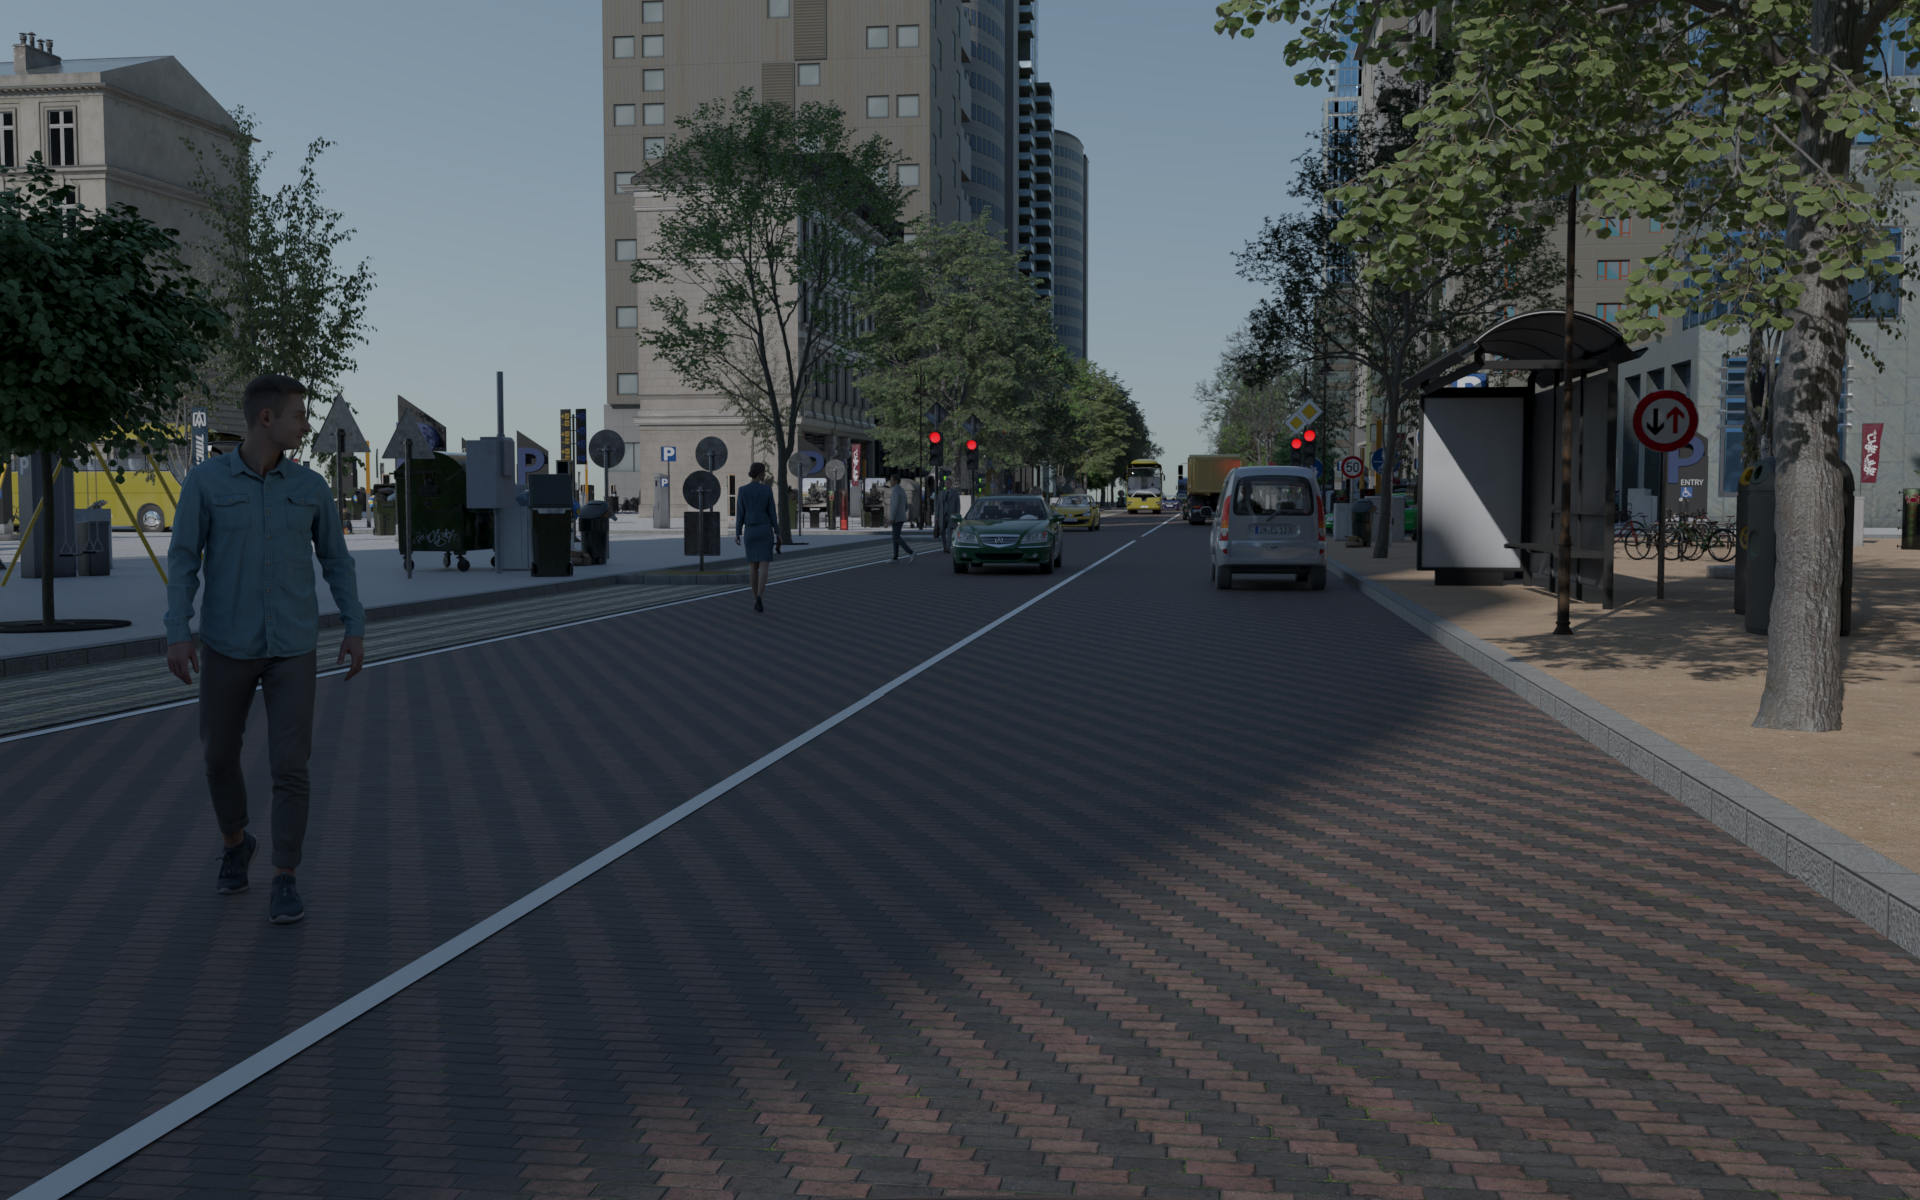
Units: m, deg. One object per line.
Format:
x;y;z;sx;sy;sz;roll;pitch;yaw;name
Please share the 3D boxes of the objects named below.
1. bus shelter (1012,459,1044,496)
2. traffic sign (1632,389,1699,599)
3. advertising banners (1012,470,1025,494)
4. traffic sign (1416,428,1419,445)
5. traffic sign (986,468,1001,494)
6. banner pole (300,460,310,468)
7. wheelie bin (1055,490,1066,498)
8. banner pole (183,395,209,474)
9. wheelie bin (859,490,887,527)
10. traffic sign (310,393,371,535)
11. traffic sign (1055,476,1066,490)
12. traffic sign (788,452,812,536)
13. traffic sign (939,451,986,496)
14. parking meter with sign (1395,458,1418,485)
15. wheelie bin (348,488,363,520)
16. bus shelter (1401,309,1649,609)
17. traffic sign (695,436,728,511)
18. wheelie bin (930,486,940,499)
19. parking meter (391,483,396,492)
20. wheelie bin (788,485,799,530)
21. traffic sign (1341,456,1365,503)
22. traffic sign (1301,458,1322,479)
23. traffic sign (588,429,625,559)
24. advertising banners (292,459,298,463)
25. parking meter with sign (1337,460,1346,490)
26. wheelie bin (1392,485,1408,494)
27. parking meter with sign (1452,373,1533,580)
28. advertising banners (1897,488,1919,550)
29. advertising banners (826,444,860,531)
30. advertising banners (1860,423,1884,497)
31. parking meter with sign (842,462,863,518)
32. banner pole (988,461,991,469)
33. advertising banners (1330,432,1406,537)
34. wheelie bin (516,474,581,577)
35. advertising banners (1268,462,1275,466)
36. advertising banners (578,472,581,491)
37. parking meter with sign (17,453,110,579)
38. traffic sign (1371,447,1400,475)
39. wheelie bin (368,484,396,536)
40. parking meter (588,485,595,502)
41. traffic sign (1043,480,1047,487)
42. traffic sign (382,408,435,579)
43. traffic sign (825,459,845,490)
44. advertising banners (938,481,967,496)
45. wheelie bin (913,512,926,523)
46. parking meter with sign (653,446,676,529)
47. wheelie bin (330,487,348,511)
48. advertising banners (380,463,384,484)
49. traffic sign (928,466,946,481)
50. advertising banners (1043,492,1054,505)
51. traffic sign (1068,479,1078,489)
3.703;-7.719;103.829;2.179;5.291;8.768;1;4;8;bus shelter
8.578;-1.286;21.137;0.768;2.556;0.104;1;4;12;traffic sign
3.498;-6.271;98.725;2.074;3.025;0.090;-2;4;-24;advertising banners
7.577;-1.665;27.321;0.768;2.556;0.104;1;4;11;traffic sign
1.573;-5.093;83.369;0.768;2.556;0.104;1;4;9;traffic sign
-43.608;-7.655;115.175;0.863;3.779;0.401;0;4;-8;banner pole
6.970;-6.833;119.626;0.693;1.594;0.980;-1;4;-17;wheelie bin
-19.391;-3.296;43.914;0.863;3.779;0.401;1;4;13;banner pole
-3.361;-3.733;68.937;0.980;1.594;0.693;-3;5;-40;wheelie bin
-7.962;-1.360;22.246;0.884;2.594;0.081;1;4;16;traffic sign
7.105;-7.484;122.463;0.768;2.556;0.104;1;4;10;traffic sign
-4.862;-3.207;52.539;0.768;2.556;0.104;1;4;16;traffic sign
0.116;-5.366;81.615;2.265;3.308;0.079;1;4;13;traffic sign
21.726;-5.430;85.049;0.543;3.016;1.738;-3;5;-44;parking meter with sign
-29.734;-4.716;85.017;0.980;1.594;0.693;3;5;42;wheelie bin
6.845;-1.698;21.689;2.014;3.302;5.546;0;4;8;bus shelter
-5.484;-2.328;38.176;0.768;2.556;0.104;1;4;14;traffic sign
-0.745;-3.863;71.060;0.980;1.594;0.693;0;4;-7;wheelie bin
-29.472;-5.150;89.906;0.255;1.863;0.399;1;4;9;parking meter
-6.145;-3.354;62.752;0.693;1.594;0.980;0;4;1;wheelie bin
13.009;-3.506;57.430;0.768;2.556;0.104;1;4;14;traffic sign
12.402;-3.727;61.038;0.768;2.556;0.104;1;4;9;traffic sign
-6.965;-2.081;34.126;0.768;2.556;0.104;1;4;11;traffic sign
-33.172;-5.429;84.954;2.074;3.025;0.090;2;4;27;advertising banners
19.829;-5.662;88.839;0.543;3.016;1.738;0;4;-4;parking meter with sign
14.932;-3.091;58.451;0.980;1.594;0.693;1;4;20;wheelie bin
7.984;-1.807;25.808;0.543;3.016;1.738;3;5;44;parking meter with sign
22.334;-2.628;39.152;0.090;3.025;2.074;-3;5;-39;advertising banners
-4.107;-3.968;61.069;0.090;3.025;2.074;-3;4;-38;advertising banners
22.006;-2.883;43.327;0.090;3.025;2.074;-3;4;-36;advertising banners
-5.556;-5.969;93.849;1.738;3.016;0.543;-2;4;-23;parking meter with sign
2.214;-8.504;129.058;0.401;3.779;0.863;1;4;21;banner pole
11.592;-3.245;49.247;2.074;3.025;0.090;1;4;10;advertising banners
-6.421;-1.168;27.008;0.980;1.594;0.693;-1;4;-18;wheelie bin
17.750;-6.024;94.674;2.074;3.025;0.090;-1;4;-18;advertising banners
-29.821;-8.454;134.414;0.090;3.025;2.074;1;4;10;advertising banners
-13.981;-1.852;26.538;0.543;3.016;1.738;2;4;31;parking meter with sign
11.473;-2.851;46.716;0.768;2.556;0.104;1;4;17;traffic sign
-17.736;-2.789;53.503;0.980;1.594;0.693;-2;4;-30;wheelie bin
-22.946;-6.244;107.799;0.255;1.863;0.399;1;4;19;parking meter
5.763;-7.547;123.393;0.884;2.594;0.081;1;4;14;traffic sign
-8.334;-1.599;26.149;0.884;2.594;0.081;1;4;13;traffic sign
-4.575;-3.867;63.325;0.768;2.556;0.104;1;4;14;traffic sign
-0.577;-6.331;99.707;2.074;3.025;0.090;-1;4;-16;advertising banners
-1.771;-4.193;76.457;0.693;1.594;0.980;2;4;32;wheelie bin
-11.019;-4.156;64.211;0.543;3.016;1.738;-2;4;-25;parking meter with sign
-28.719;-4.365;79.269;0.980;1.594;0.693;-1;4;-11;wheelie bin
-31.714;-6.115;96.165;0.090;3.025;2.074;-3;5;-44;advertising banners
-0.976;-4.301;70.323;0.884;2.594;0.081;1;4;16;traffic sign
5.954;-7.717;122.354;0.090;3.025;2.074;3;5;42;advertising banners
8.721;-8.094;133.528;0.795;2.450;0.064;1;4;15;traffic sign
